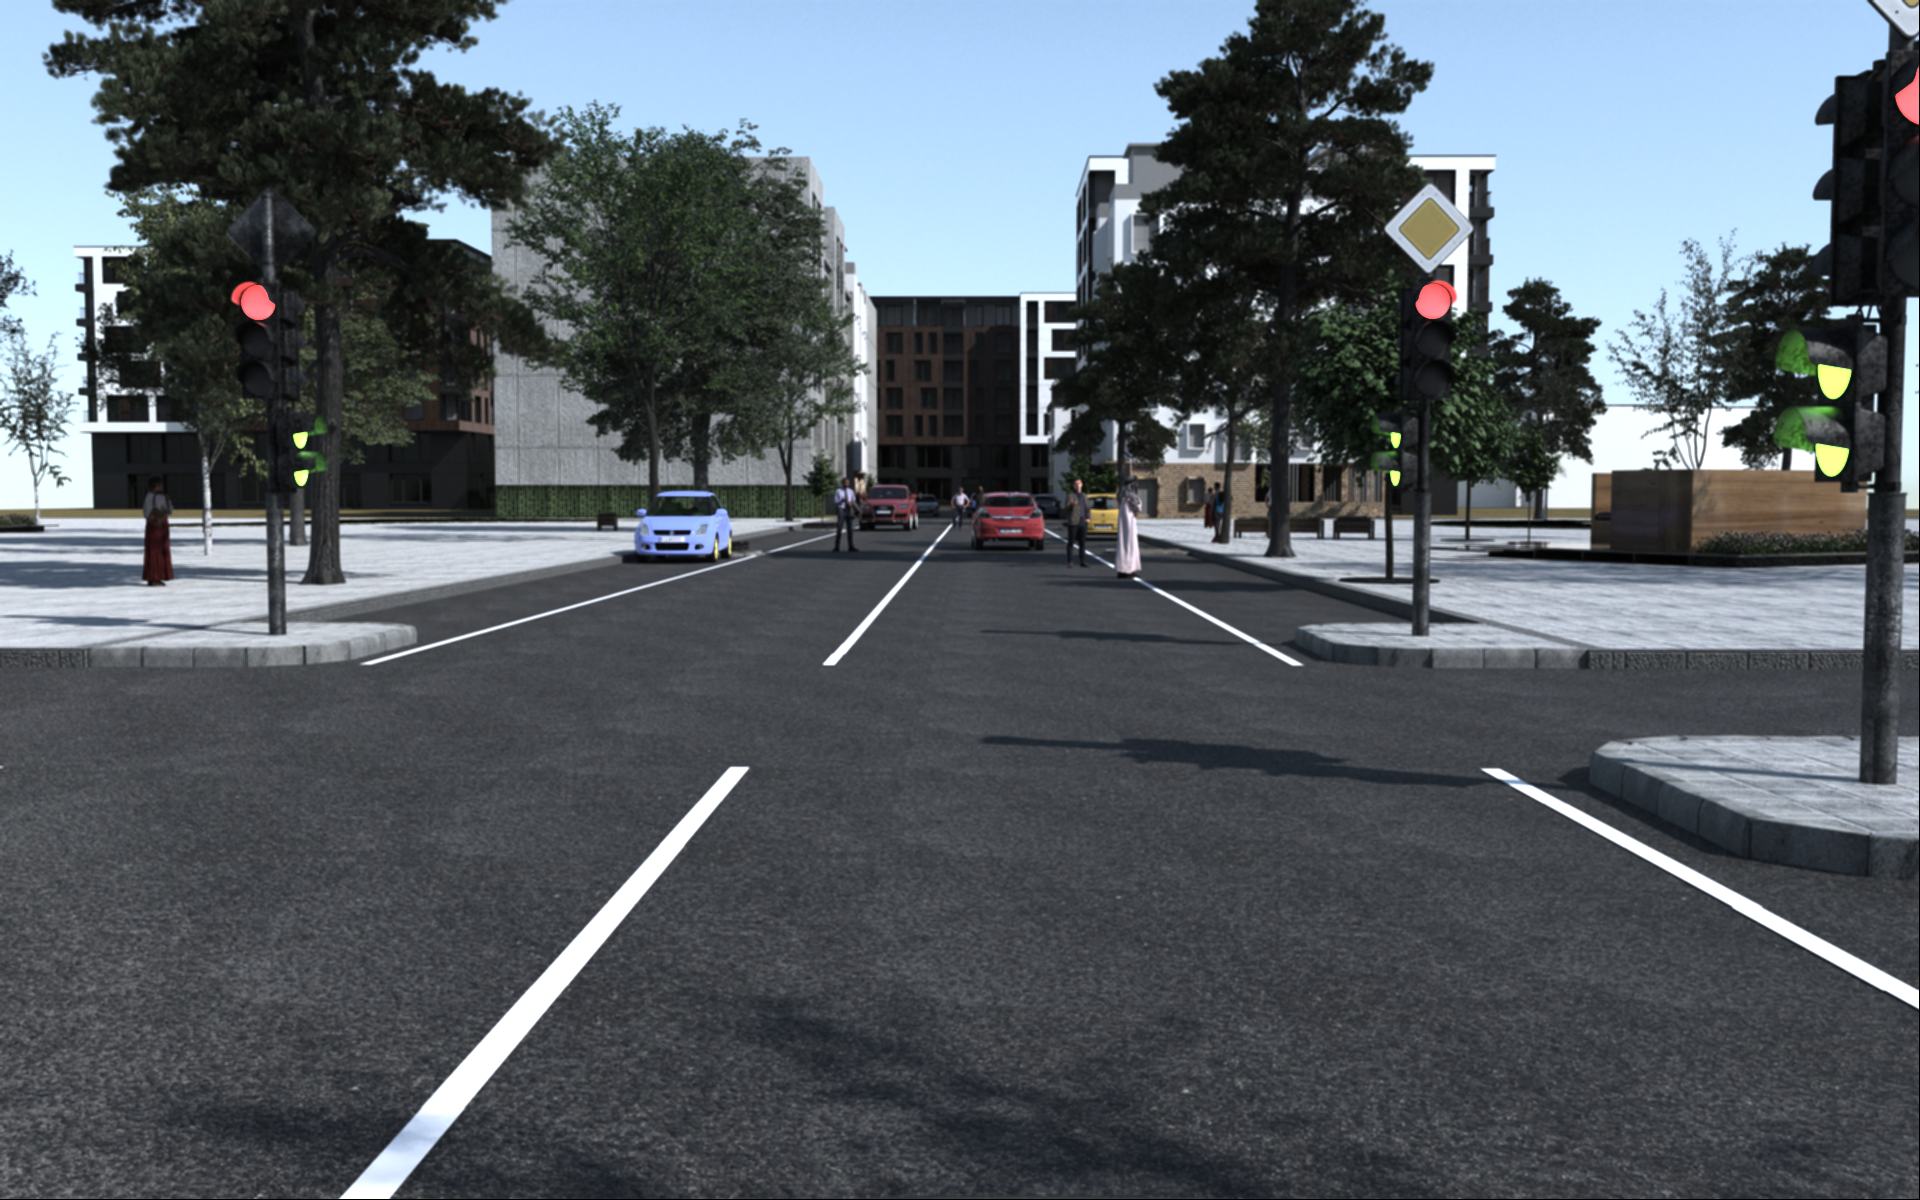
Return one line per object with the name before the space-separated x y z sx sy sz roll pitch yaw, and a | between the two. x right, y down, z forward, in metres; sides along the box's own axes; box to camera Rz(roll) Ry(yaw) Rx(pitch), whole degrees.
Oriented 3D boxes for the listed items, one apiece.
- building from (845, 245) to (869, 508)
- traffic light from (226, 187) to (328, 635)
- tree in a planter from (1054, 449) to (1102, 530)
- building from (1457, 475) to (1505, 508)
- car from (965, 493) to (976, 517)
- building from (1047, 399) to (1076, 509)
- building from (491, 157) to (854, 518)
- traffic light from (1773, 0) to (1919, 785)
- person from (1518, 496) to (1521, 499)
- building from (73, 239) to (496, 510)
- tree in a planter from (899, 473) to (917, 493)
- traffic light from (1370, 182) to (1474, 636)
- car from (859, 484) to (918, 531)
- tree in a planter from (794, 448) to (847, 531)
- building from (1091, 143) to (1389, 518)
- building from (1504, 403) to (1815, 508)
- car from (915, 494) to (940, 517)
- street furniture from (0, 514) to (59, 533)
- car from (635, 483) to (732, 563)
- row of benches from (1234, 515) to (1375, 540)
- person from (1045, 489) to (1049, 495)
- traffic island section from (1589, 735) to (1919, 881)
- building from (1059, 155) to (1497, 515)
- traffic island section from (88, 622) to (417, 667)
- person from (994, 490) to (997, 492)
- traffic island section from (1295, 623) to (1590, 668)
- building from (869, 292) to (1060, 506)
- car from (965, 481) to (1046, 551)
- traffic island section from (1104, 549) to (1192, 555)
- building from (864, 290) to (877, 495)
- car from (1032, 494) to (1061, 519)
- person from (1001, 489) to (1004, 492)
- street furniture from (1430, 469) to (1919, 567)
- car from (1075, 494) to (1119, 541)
building | -15.295 -16.656 128.749 16.016 20.091 11.380 0 4 1
traffic light | -6.206 -1.617 15.679 0.839 4.213 0.868 0 4 1
tree in a planter | 4.756 -4.390 69.001 1.991 3.239 1.994 0 4 1
building | 62.374 -14.458 178.529 28.070 9.664 9.099 0 4 1
car | 1.294 -6.015 107.938 1.945 1.707 3.694 0 4 -1
building | 12.742 -12.877 152.683 9.099 9.664 28.070 0 4 1
building | -16.078 -14.707 106.911 16.747 18.905 31.486 0 4 1
traffic light | 4.070 -1.123 7.600 0.839 4.213 0.868 0 4 1
person | 55.657 -9.923 170.703 1.348 1.831 0.705 -1 4 -10
building | -56.385 -18.906 153.093 32.646 21.610 27.936 0 4 1
tree in a planter | -4.551 -9.047 145.146 1.991 3.239 1.994 0 4 1
traffic light | 4.155 -1.611 15.585 0.839 4.213 0.868 0 4 1
car | -2.816 -3.680 68.847 2.281 1.827 5.304 0 4 2
tree in a planter | -5.369 -4.286 67.305 1.991 3.239 1.994 0 4 1
building | 15.713 -14.848 99.183 16.016 20.091 11.380 0 4 1
building | 66.499 -13.410 161.394 28.070 9.664 9.099 0 4 1
car | -2.240 -6.026 110.532 2.014 1.417 4.499 0 4 2
street furniture | -33.930 -3.071 57.064 9.812 1.723 11.010 1 4 14
car | -5.927 -1.692 37.257 1.945 1.707 3.694 0 4 -1
row of benches | 9.976 -2.103 49.845 4.104 0.672 1.422 1 4 23
person | 7.333 -8.623 147.746 0.721 1.735 1.217 0 4 -7
traffic island section | 4.109 0.891 7.713 2.009 0.180 2.903 0 4 1
building | 21.893 -16.946 121.044 27.936 21.610 32.646 0 4 1
traffic island section | -6.246 0.396 15.813 2.009 0.180 2.903 0 4 1
person | 3.142 -8.598 149.605 0.721 1.766 1.217 -3 5 -42
traffic island section | 4.195 0.403 15.697 2.009 0.180 2.903 0 4 1
building | 4.062 -21.127 189.393 32.646 21.610 27.936 0 4 1
car | 1.216 -2.226 45.429 2.155 1.783 4.494 0 4 -1
traffic island section | 4.467 -1.144 41.569 1.991 0.108 1.994 0 4 1
building | -23.850 -17.889 158.935 31.486 18.905 16.747 0 4 1
car | 4.932 -5.454 101.172 2.014 1.417 4.499 0 4 1
person | 3.292 -7.747 135.299 0.705 1.807 1.348 -2 4 -24
street furniture | 15.723 -1.632 33.544 11.010 1.723 9.812 -2 4 -26
car | 4.393 -2.709 54.513 2.015 1.641 3.980 0 4 1
